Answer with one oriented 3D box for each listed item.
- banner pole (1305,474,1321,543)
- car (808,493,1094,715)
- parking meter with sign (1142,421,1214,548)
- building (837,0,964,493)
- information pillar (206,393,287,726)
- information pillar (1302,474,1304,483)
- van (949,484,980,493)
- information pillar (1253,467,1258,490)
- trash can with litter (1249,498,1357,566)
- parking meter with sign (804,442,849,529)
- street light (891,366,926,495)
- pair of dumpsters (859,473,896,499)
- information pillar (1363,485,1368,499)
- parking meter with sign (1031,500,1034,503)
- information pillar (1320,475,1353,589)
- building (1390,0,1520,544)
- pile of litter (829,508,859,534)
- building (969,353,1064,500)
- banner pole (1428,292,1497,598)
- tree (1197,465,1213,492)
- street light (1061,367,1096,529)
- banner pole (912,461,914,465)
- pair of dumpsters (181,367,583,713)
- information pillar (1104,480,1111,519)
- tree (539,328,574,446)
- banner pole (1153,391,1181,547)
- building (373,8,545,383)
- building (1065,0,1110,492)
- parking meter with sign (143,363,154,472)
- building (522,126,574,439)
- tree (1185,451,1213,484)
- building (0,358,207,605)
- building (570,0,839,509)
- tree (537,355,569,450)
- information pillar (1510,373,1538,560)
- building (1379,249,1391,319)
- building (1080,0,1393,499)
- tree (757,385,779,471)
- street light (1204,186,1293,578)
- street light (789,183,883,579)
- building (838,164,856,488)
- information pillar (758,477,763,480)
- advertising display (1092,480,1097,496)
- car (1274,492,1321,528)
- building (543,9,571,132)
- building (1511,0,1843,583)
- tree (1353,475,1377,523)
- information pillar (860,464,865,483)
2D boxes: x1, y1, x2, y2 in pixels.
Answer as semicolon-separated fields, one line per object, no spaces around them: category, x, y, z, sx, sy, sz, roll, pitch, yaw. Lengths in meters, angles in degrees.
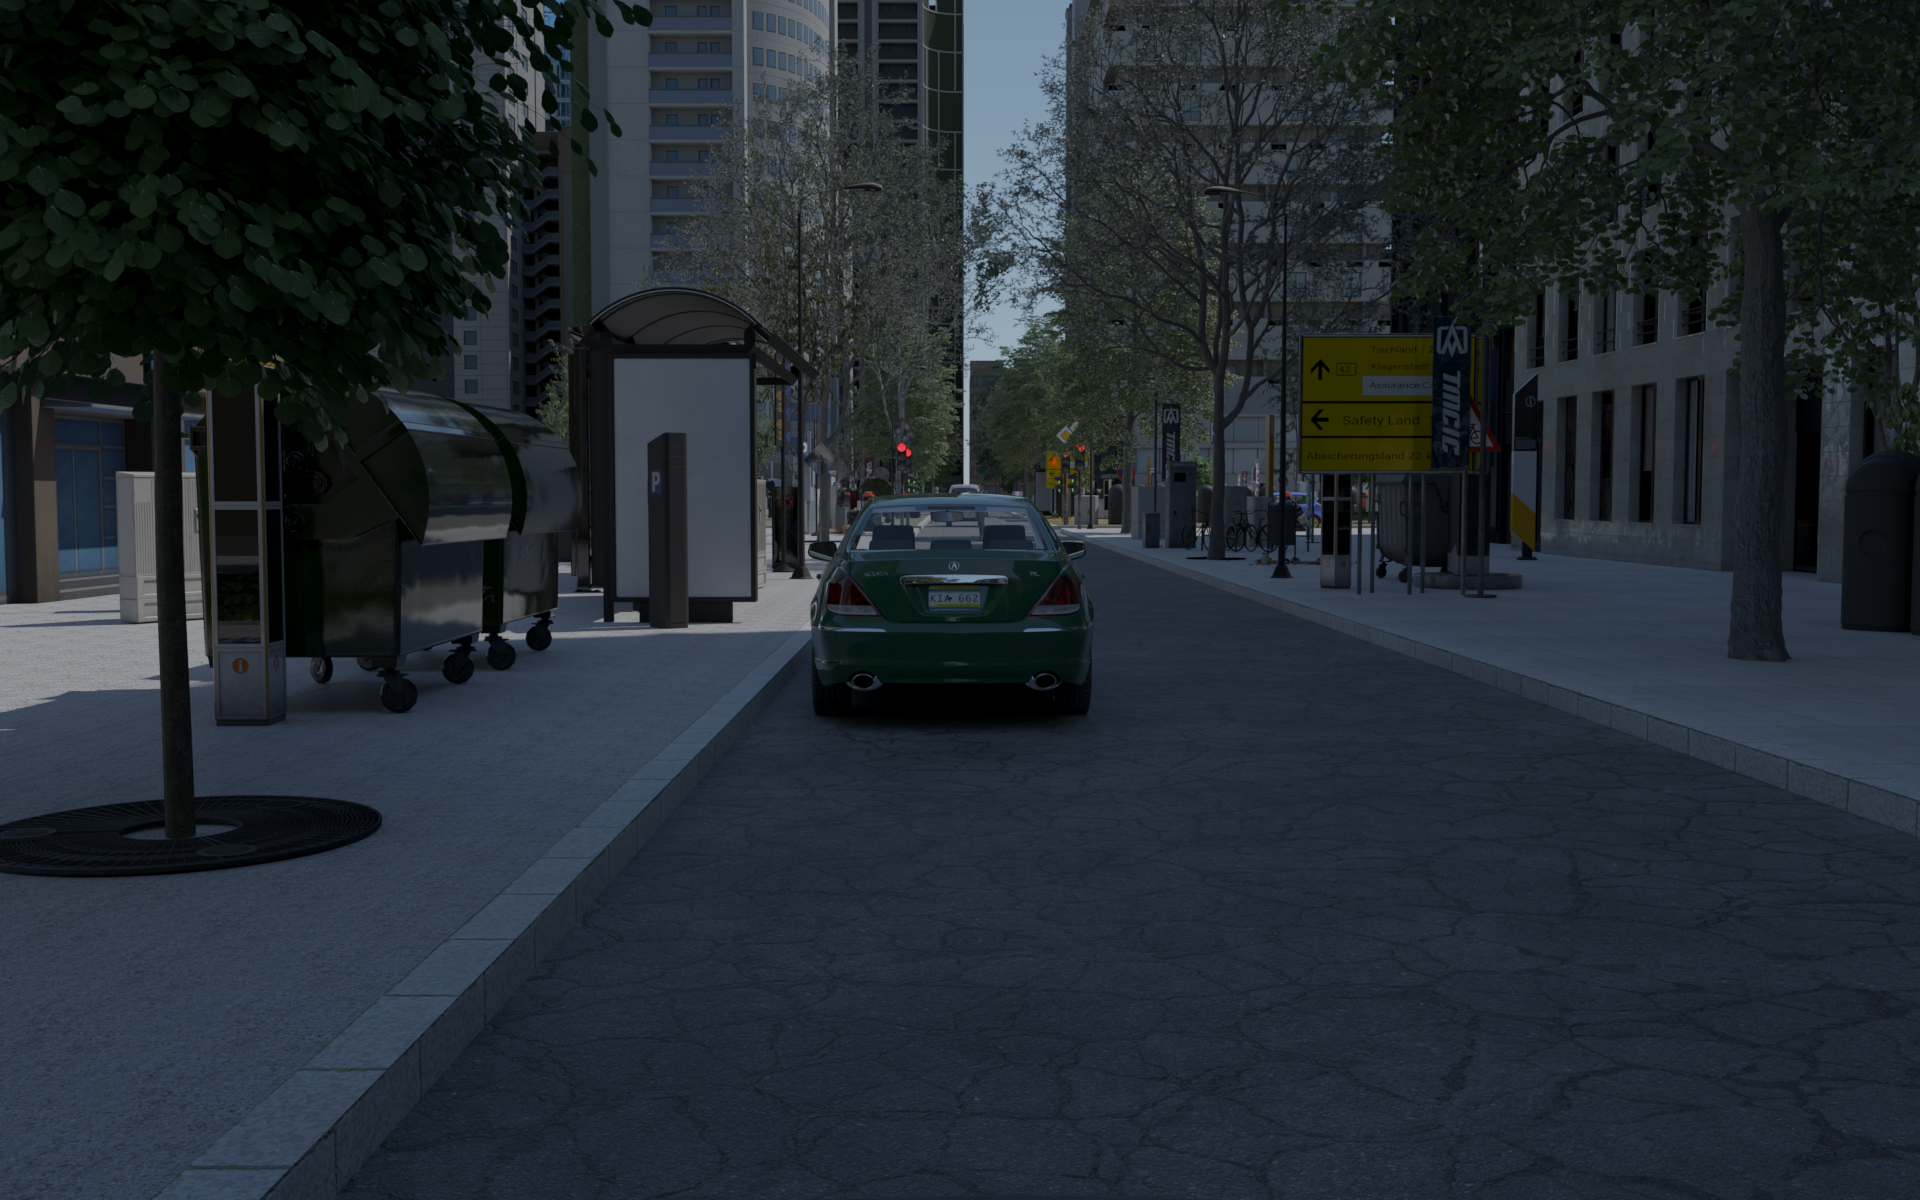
banner pole;9.468;-3.381;45.293;0.863;3.779;0.401;0;4;-4
car;-0.085;-0.054;12.679;2.131;1.459;4.920;0;4;-1
parking meter with sign;5.230;-2.743;41.116;1.738;3.016;0.543;0;4;-6
building;-9.730;-49.450;246.755;20.611;71.187;20.563;0;4;0
information pillar;-3.972;-0.316;9.651;0.304;2.012;0.304;0;4;-2
information pillar;26.864;-8.825;135.636;0.183;3.616;0.504;0;4;-4
van;0.210;-4.283;77.040;2.013;2.044;4.112;0;4;0
information pillar;23.270;-8.855;136.133;0.504;3.616;0.183;-2;4;-35
trash can with litter;6.292;-1.260;31.657;2.233;1.210;1.678;0;4;-1
parking meter with sign;-4.489;-3.735;57.330;1.738;3.016;0.543;2;4;26
street light;-1.917;-5.536;63.053;1.470;5.913;1.316;0;4;0
pair of dumpsters;-3.696;-4.584;77.435;1.574;2.255;4.437;0;4;0
information pillar;30.399;-8.484;130.069;0.504;3.616;0.183;0;4;-5
parking meter with sign;5.287;-7.276;115.230;0.543;3.016;1.738;-3;5;-44
information pillar;5.110;-1.163;23.507;0.304;2.012;0.304;-2;4;-31
building;19.901;-13.298;47.100;12.332;23.373;15.834;0;4;0
pile of litter;-3.640;-2.541;55.514;1.176;0.858;1.719;0;4;-7
building;15.902;-24.864;251.569;28.899;21.520;27.650;0;4;0
banner pole;6.246;-1.923;21.466;0.863;3.779;0.401;1;4;9
tree;16.601;-7.517;117.497;1.663;3.219;1.824;0;3;0
street light;4.261;-5.553;63.339;1.470;5.913;1.316;0;4;0
banner pole;-3.488;-8.466;128.432;0.401;3.779;0.863;1;4;17
pair of dumpsters;-3.834;-0.585;12.060;1.574;2.255;4.437;0;4;0
information pillar;7.522;-5.132;88.395;0.304;2.012;0.304;2;4;25
tree;-16.302;-7.710;76.420;4.737;8.622;4.395;0;3;0
banner pole;4.969;-3.185;42.093;0.863;3.779;0.401;2;4;23
building;-60.683;-46.772;202.971;20.611;71.187;20.563;0;4;0
building;22.623;-40.211;199.455;21.231;58.520;28.212;0;4;0
parking meter with sign;-8.078;-1.410;19.314;1.738;3.016;0.543;-1;4;-13
building;-43.289;-34.028;206.463;14.200;45.320;14.600;0;4;0
tree;17.808;-8.902;129.269;4.285;4.588;4.351;0;3;0
building;-17.495;-22.705;21.345;14.600;45.320;14.200;0;4;0
building;-22.629;-37.767;159.492;21.231;58.520;28.212;0;4;0
tree;-20.015;-8.598;90.947;4.360;8.622;3.978;0;3;0
information pillar;10.936;-2.580;33.539;0.504;3.616;0.183;-1;4;-8
building;49.331;-26.699;208.225;14.107;30.474;14.160;0;4;0
building;27.127;-35.634;171.848;28.713;52.752;27.495;0;4;0
tree;-13.289;-9.834;111.143;4.737;8.622;4.395;0;3;0
street light;4.379;-3.289;26.324;1.470;5.913;1.316;0;4;0
street light;-1.857;-3.270;26.007;1.470;5.913;1.316;0;4;0
building;-24.153;-30.908;197.223;23.993;40.220;32.217;0;4;0
information pillar;-8.412;-4.164;72.576;0.304;2.012;0.304;0;4;5
advertising display;6.190;-4.594;80.319;0.123;1.923;0.974;0;4;-7
car;12.592;-3.629;68.926;3.694;1.707;1.945;0;3;0
building;-64.136;-57.137;246.859;31.000;86.520;22.319;0;4;0
building;17.786;-10.749;30.491;10.420;20.320;16.860;0;4;0
tree;18.024;-5.642;75.960;4.285;4.588;4.351;0;3;0
information pillar;-6.826;-8.028;122.615;0.504;3.616;0.183;2;4;29
